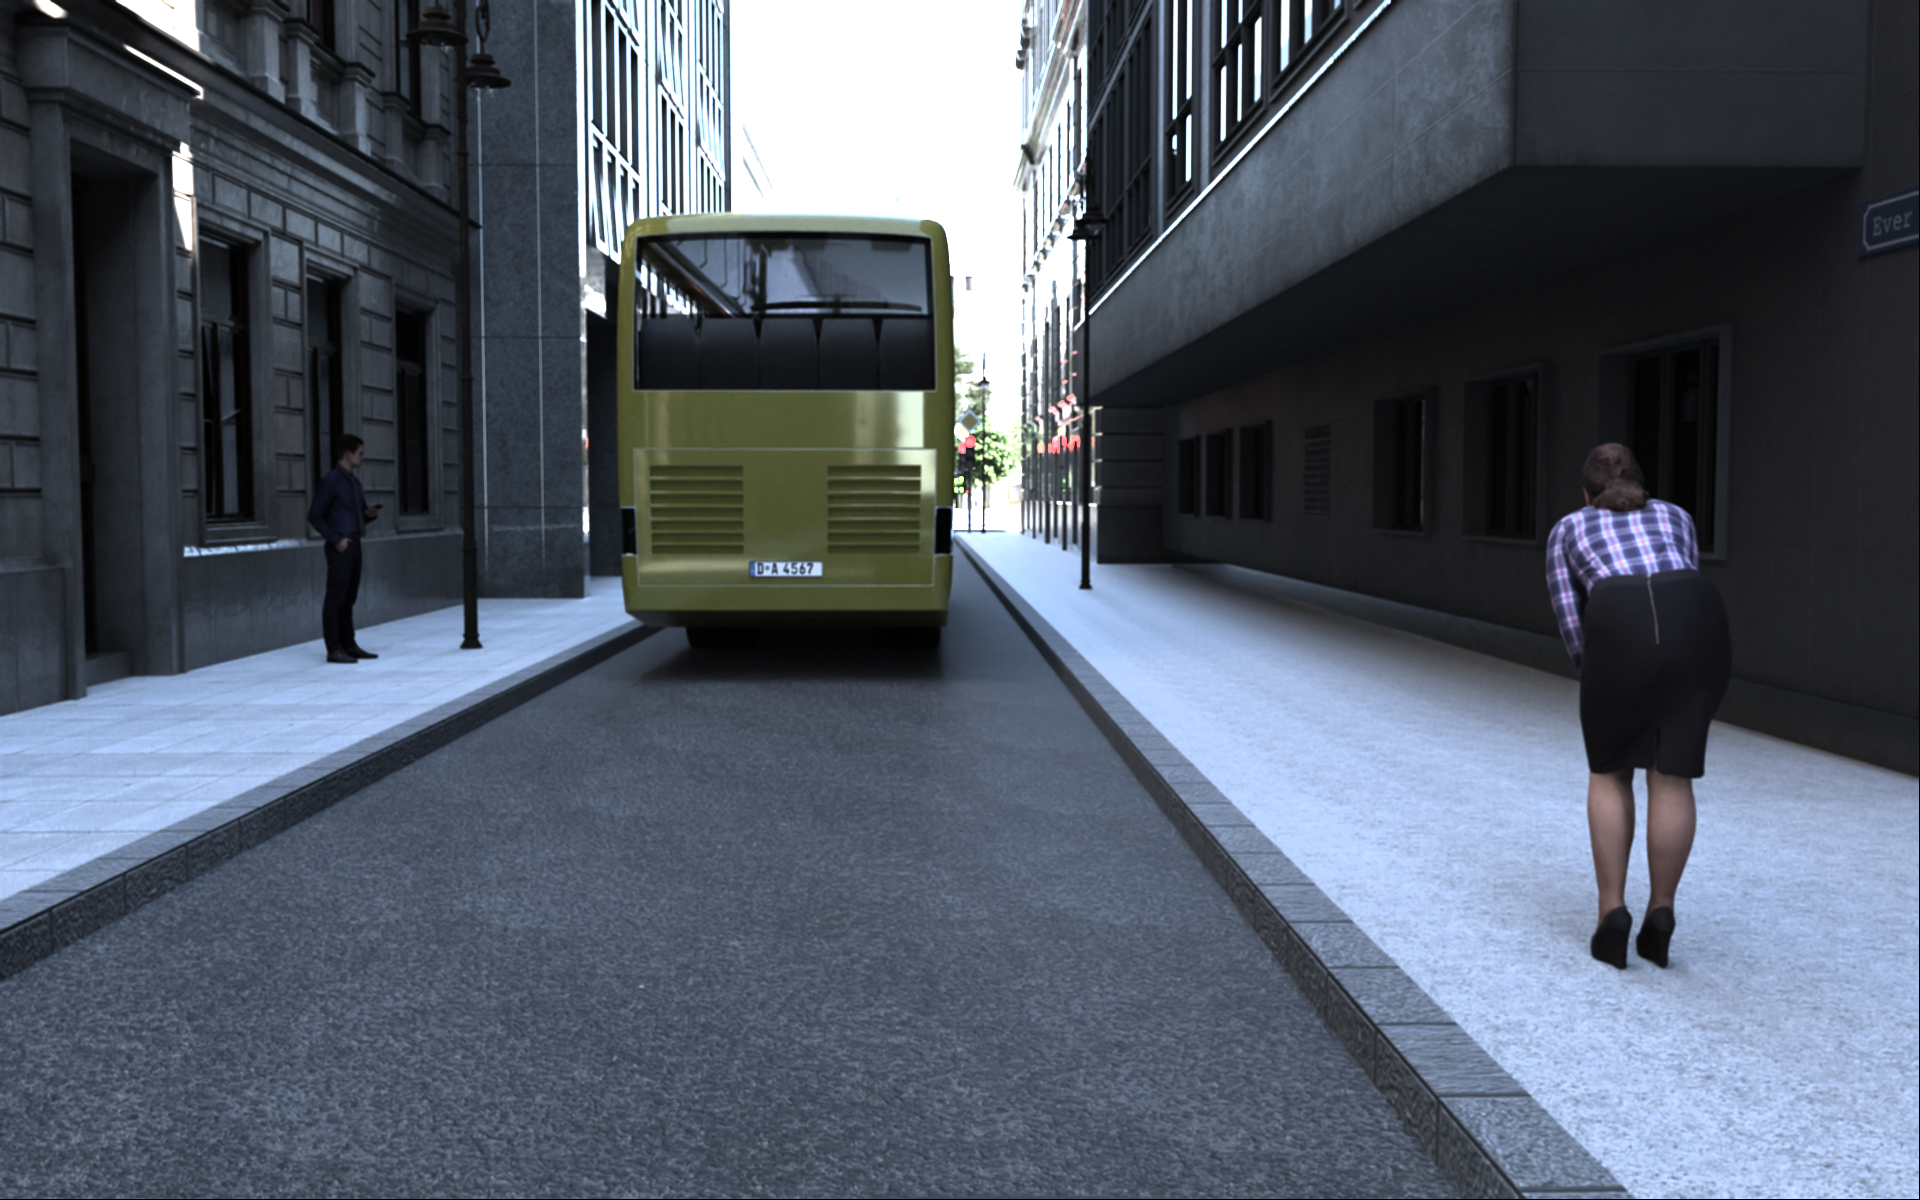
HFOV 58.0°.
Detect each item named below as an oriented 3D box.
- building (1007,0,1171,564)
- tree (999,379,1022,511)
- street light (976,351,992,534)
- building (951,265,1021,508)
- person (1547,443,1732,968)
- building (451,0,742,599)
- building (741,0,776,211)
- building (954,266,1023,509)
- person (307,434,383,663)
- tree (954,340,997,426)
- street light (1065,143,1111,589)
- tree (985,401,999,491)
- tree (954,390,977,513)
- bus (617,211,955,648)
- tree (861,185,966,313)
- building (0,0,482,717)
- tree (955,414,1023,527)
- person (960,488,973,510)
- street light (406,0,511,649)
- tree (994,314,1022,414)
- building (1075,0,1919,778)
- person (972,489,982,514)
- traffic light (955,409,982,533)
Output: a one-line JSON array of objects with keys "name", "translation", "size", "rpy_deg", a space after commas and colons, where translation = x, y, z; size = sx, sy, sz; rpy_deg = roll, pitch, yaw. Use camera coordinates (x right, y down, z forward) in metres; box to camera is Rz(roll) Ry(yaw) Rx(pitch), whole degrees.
[{"name": "building", "translation": [7.856, -15.042, 43.208], "size": [12.463, 27.353, 25.104], "rpy_deg": [0, 4, -1]}, {"name": "tree", "translation": [5.128, -10.080, 115.165], "size": [4.737, 8.622, 4.395], "rpy_deg": [0, 3, 0]}, {"name": "street light", "translation": [0.764, -5.097, 56.124], "size": [0.468, 5.910, 1.993], "rpy_deg": [0, 4, -1]}, {"name": "building", "translation": [11.535, -20.028, 171.432], "size": [27.936, 21.610, 32.646], "rpy_deg": [0, 4, -1]}, {"name": "person", "translation": [1.856, 0.273, 4.809], "size": [0.421, 1.427, 0.697], "rpy_deg": [0, 4, 6]}, {"name": "building", "translation": [-10.867, -12.982, 30.283], "size": [12.078, 24.808, 19.932], "rpy_deg": [0, 4, -1]}, {"name": "building", "translation": [-18.192, -15.430, 49.551], "size": [25.104, 27.353, 12.463], "rpy_deg": [0, 4, -1]}, {"name": "building", "translation": [7.341, -17.919, 149.396], "size": [16.016, 20.091, 11.380], "rpy_deg": [0, 4, -1]}, {"name": "person", "translation": [-4.658, -0.399, 13.272], "size": [0.504, 1.737, 0.576], "rpy_deg": [0, 4, -3]}, {"name": "tree", "translation": [-0.881, -14.202, 139.627], "size": [7.806, 13.903, 7.818], "rpy_deg": [0, 3, 0]}, {"name": "street light", "translation": [1.701, -3.088, 23.281], "size": [0.468, 5.910, 1.993], "rpy_deg": [0, 4, -1]}, {"name": "tree", "translation": [3.465, -11.041, 130.887], "size": [4.737, 8.622, 4.395], "rpy_deg": [0, 3, 0]}, {"name": "tree", "translation": [-0.644, -10.181, 116.826], "size": [4.360, 8.622, 3.978], "rpy_deg": [0, 3, 0]}, {"name": "bus", "translation": [-1.407, -1.676, 18.955], "size": [2.896, 3.916, 12.252], "rpy_deg": [0, 4, -1]}, {"name": "tree", "translation": [-5.955, -15.260, 105.386], "size": [12.611, 20.169, 13.585], "rpy_deg": [0, 3, 0]}, {"name": "building", "translation": [-10.274, -8.946, 10.893], "size": [10.561, 19.102, 19.286], "rpy_deg": [0, 4, -1]}, {"name": "tree", "translation": [0.880, -5.207, 68.855], "size": [4.285, 4.588, 4.351], "rpy_deg": [0, 3, 0]}, {"name": "person", "translation": [0.709, -8.308, 141.811], "size": [1.348, 1.831, 0.705], "rpy_deg": [0, 4, -5]}, {"name": "street light", "translation": [-4.071, -2.536, 14.250], "size": [0.468, 5.910, 1.993], "rpy_deg": [0, 4, -1]}, {"name": "tree", "translation": [9.841, -11.548, 99.174], "size": [12.009, 13.543, 11.850], "rpy_deg": [0, 3, 0]}, {"name": "building", "translation": [9.382, -13.751, 18.340], "size": [14.314, 27.812, 24.014], "rpy_deg": [0, 4, -1]}, {"name": "person", "translation": [0.990, -6.224, 109.766], "size": [0.963, 1.587, 0.435], "rpy_deg": [-3, 5, -43]}, {"name": "traffic light", "translation": [0.294, -4.112, 56.478], "size": [0.839, 4.213, 0.868], "rpy_deg": [0, 4, -1]}]
